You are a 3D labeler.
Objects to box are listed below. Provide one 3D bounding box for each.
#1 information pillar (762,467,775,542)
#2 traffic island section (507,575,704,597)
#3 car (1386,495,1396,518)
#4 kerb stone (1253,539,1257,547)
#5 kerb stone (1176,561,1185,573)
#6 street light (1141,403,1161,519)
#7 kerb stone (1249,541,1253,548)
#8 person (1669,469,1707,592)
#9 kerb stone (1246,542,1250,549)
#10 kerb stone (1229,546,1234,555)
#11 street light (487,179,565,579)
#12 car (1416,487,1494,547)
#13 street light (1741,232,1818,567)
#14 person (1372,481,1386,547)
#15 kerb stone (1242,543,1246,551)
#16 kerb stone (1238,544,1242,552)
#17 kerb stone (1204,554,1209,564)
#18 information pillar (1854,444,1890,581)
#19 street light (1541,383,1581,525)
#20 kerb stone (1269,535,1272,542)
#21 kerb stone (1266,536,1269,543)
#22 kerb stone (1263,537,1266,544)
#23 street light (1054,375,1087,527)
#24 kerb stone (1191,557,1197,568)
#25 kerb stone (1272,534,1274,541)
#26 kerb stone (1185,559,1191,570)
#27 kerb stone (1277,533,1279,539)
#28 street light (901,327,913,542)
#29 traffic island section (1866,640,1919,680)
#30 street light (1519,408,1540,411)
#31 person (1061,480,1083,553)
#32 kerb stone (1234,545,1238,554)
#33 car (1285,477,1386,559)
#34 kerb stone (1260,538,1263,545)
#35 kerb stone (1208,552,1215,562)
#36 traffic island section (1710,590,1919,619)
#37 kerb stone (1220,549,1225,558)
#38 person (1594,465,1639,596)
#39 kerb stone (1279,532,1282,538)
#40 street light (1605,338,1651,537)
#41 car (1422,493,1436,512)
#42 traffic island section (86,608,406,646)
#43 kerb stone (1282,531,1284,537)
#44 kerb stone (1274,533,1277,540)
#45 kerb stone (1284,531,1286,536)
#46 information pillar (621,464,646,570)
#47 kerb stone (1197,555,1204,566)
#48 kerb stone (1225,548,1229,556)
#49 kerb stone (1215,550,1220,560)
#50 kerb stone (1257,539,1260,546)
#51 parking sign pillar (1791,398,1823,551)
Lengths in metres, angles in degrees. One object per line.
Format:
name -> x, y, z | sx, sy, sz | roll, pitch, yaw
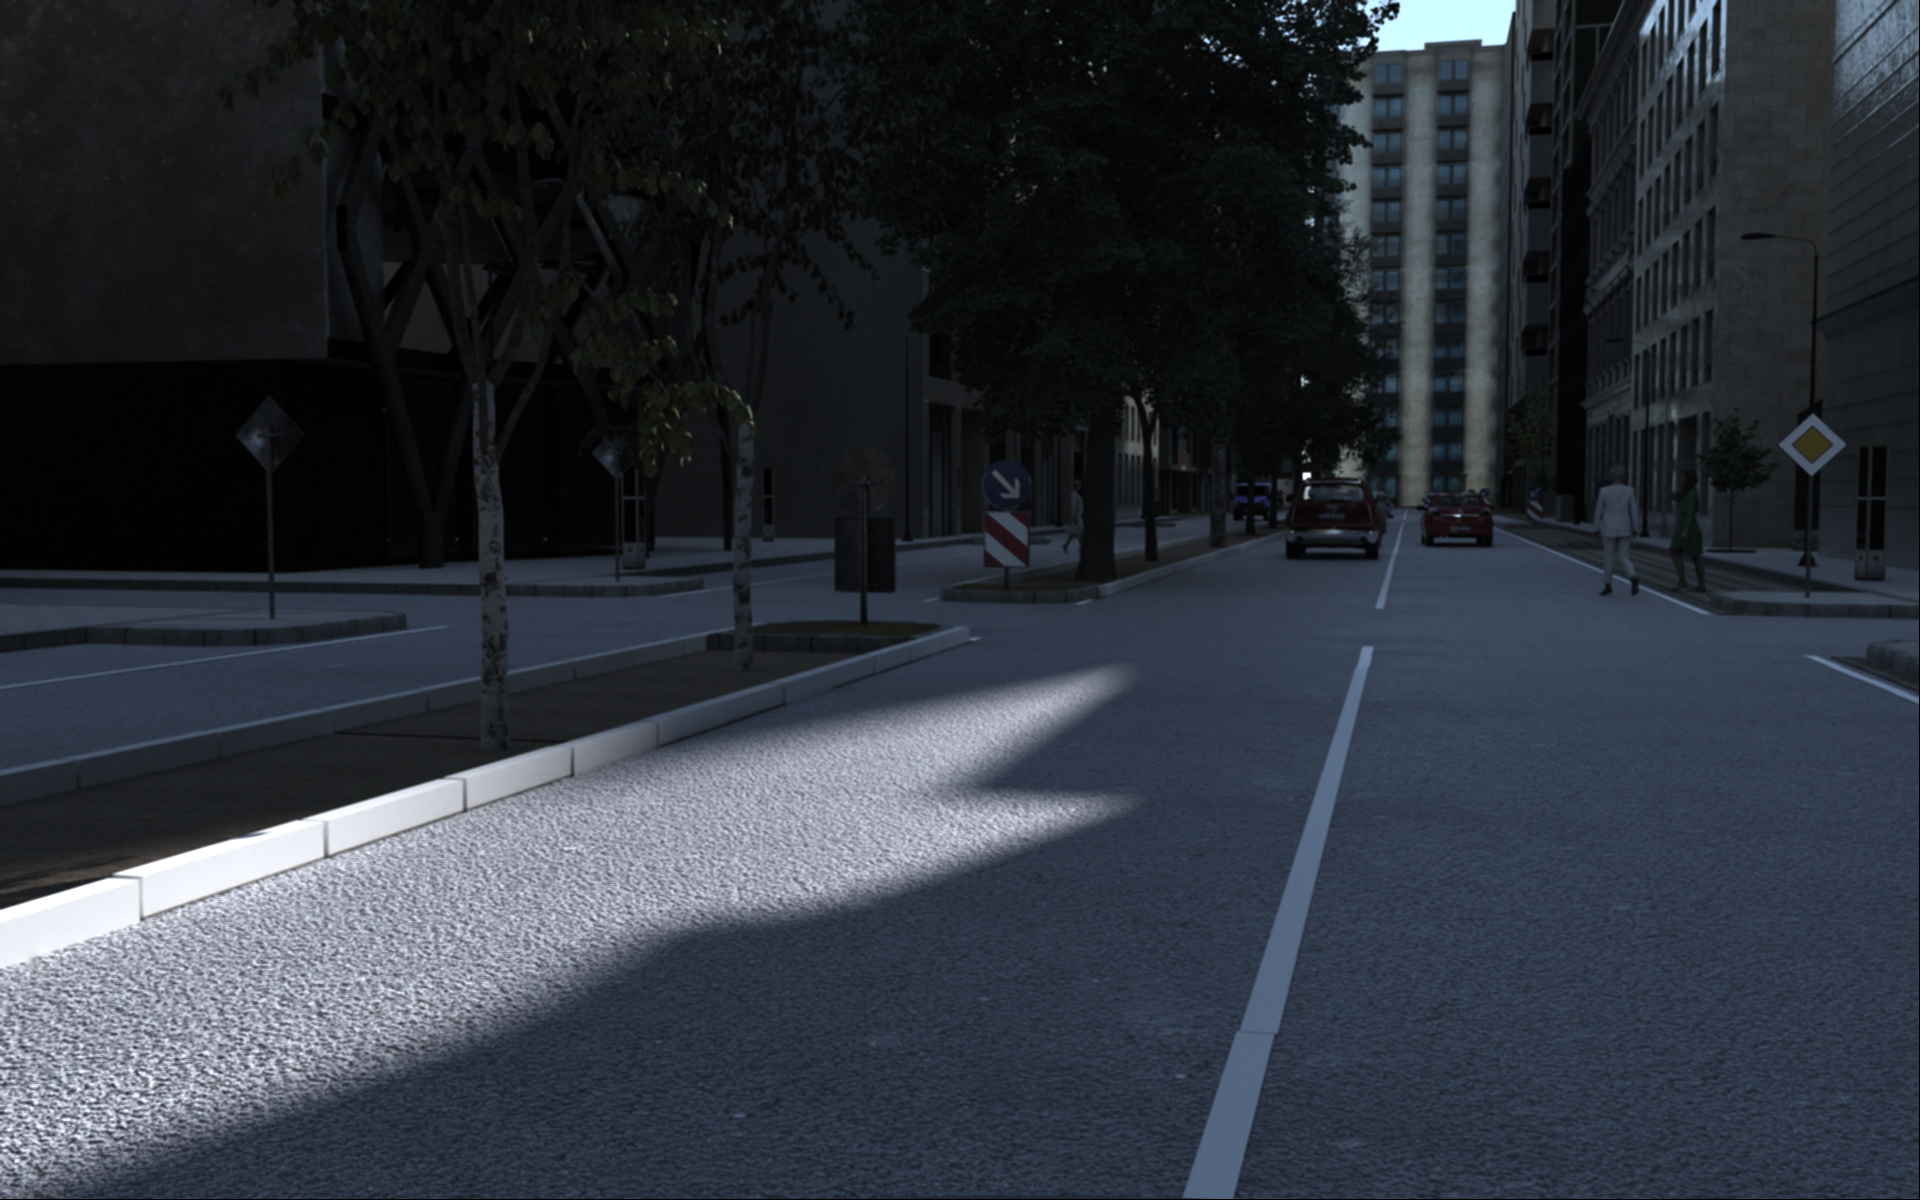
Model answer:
information pillar -> -5.168, -2.586, 46.773 | 0.304, 2.012, 0.304 | 0, 3, 0
traffic island section -> -5.060, -0.197, 25.494 | 2.009, 0.180, 2.903 | 1, 4, 15
car -> 25.018, -5.605, 103.637 | 2.014, 1.417, 4.499 | 1, 4, 16
kerb stone -> 7.802, -1.488, 46.526 | 0.120, 0.150, 1.000 | 1, 4, 15
kerb stone -> 3.936, -0.576, 31.653 | 0.120, 0.150, 1.000 | 1, 4, 15
street light -> 9.908, -7.072, 88.160 | 1.470, 5.913, 1.316 | 1, 4, 15
kerb stone -> 7.537, -1.426, 45.533 | 0.120, 0.150, 1.000 | 1, 4, 15
person -> 10.617, -1.007, 25.213 | 0.529, 1.795, 0.600 | 1, 4, 14
kerb stone -> 7.283, -1.362, 44.533 | 0.120, 0.150, 1.000 | 1, 4, 15
kerb stone -> 6.256, -1.123, 40.574 | 0.120, 0.150, 1.000 | 1, 4, 15
street light -> -6.492, -3.258, 25.809 | 1.470, 5.913, 1.316 | 1, 4, 15
car -> 13.979, -2.434, 48.831 | 2.155, 1.783, 4.494 | 1, 4, 13
street light -> 14.555, -3.562, 30.782 | 1.470, 5.913, 1.316 | 1, 4, 15
person -> 11.385, -2.353, 47.193 | 0.478, 1.798, 0.641 | 1, 4, 16
kerb stone -> 7.031, -1.306, 43.542 | 0.120, 0.150, 1.000 | 1, 4, 15
kerb stone -> 6.767, -1.245, 42.554 | 0.120, 0.150, 1.000 | 1, 4, 15
kerb stone -> 4.957, -0.818, 35.623 | 0.120, 0.150, 1.000 | 1, 4, 15
information pillar -> 13.500, -1.294, 25.648 | 0.304, 2.012, 0.304 | 0, 4, -5
street light -> 25.330, -6.118, 72.563 | 1.470, 5.913, 1.316 | 1, 4, 15
kerb stone -> 9.093, -1.790, 51.486 | 0.120, 0.150, 1.000 | 1, 4, 15
kerb stone -> 8.840, -1.729, 50.495 | 0.120, 0.150, 1.000 | 1, 4, 15
kerb stone -> 8.581, -1.666, 49.506 | 0.120, 0.150, 1.000 | 1, 4, 15
street light -> 4.398, -5.799, 67.360 | 1.470, 5.913, 1.316 | 1, 4, 15
kerb stone -> 4.442, -0.696, 33.634 | 0.120, 0.150, 1.000 | 1, 4, 15
kerb stone -> 9.353, -1.846, 52.475 | 0.120, 0.150, 1.000 | 1, 4, 15
kerb stone -> 4.183, -0.639, 32.645 | 0.120, 0.150, 1.000 | 1, 4, 15
kerb stone -> 9.868, -1.973, 54.462 | 0.120, 0.150, 1.000 | 1, 4, 15
street light -> -0.903, -4.526, 46.547 | 1.470, 5.913, 1.316 | 1, 4, 15
traffic island section -> 8.499, 0.524, 13.719 | 2.009, 0.180, 2.903 | 1, 4, 15
street light -> 30.825, -7.387, 93.325 | 1.470, 5.913, 1.316 | 1, 4, 15
person -> 2.796, -2.032, 42.070 | 0.624, 1.780, 0.694 | 1, 4, 18
kerb stone -> 6.512, -1.184, 41.564 | 0.120, 0.150, 1.000 | 1, 4, 15
car -> 8.617, -1.907, 39.846 | 2.281, 1.827, 5.304 | 1, 4, 14
kerb stone -> 8.316, -1.609, 48.508 | 0.120, 0.150, 1.000 | 1, 4, 15
kerb stone -> 5.218, -0.882, 36.611 | 0.120, 0.150, 1.000 | 1, 4, 15
traffic island section -> 10.512, 0.051, 21.447 | 2.009, 0.180, 2.903 | 1, 4, 15
kerb stone -> 5.736, -1.003, 38.596 | 0.120, 0.150, 1.000 | 1, 4, 15
person -> 9.200, -0.967, 24.194 | 0.514, 1.842, 0.818 | 0, 4, -7
kerb stone -> 10.126, -2.033, 55.463 | 0.120, 0.150, 1.000 | 1, 4, 15
street light -> 19.883, -4.835, 51.588 | 1.470, 5.913, 1.316 | 1, 4, 15
car -> 31.764, -6.472, 115.414 | 1.945, 1.707, 3.694 | 1, 4, 14
traffic island section -> -7.073, 0.276, 17.766 | 2.009, 0.180, 2.903 | 1, 4, 15
kerb stone -> 10.387, -2.095, 56.455 | 0.120, 0.150, 1.000 | 1, 4, 15
kerb stone -> 9.611, -1.913, 53.472 | 0.120, 0.150, 1.000 | 1, 4, 15
kerb stone -> 10.645, -2.151, 57.447 | 0.120, 0.150, 1.000 | 1, 4, 15
information pillar -> -5.551, -1.527, 29.455 | 0.304, 2.012, 0.304 | 1, 4, 16
kerb stone -> 4.700, -0.761, 34.633 | 0.120, 0.150, 1.000 | 1, 4, 15
kerb stone -> 5.990, -1.064, 39.586 | 0.120, 0.150, 1.000 | 1, 4, 15
kerb stone -> 5.480, -0.943, 37.606 | 0.120, 0.150, 1.000 | 1, 4, 15
kerb stone -> 8.059, -1.544, 47.519 | 0.120, 0.150, 1.000 | 1, 4, 15
parking sign pillar -> 19.728, -3.110, 39.320 | 1.447, 3.967, 1.447 | 3, 4, 38
